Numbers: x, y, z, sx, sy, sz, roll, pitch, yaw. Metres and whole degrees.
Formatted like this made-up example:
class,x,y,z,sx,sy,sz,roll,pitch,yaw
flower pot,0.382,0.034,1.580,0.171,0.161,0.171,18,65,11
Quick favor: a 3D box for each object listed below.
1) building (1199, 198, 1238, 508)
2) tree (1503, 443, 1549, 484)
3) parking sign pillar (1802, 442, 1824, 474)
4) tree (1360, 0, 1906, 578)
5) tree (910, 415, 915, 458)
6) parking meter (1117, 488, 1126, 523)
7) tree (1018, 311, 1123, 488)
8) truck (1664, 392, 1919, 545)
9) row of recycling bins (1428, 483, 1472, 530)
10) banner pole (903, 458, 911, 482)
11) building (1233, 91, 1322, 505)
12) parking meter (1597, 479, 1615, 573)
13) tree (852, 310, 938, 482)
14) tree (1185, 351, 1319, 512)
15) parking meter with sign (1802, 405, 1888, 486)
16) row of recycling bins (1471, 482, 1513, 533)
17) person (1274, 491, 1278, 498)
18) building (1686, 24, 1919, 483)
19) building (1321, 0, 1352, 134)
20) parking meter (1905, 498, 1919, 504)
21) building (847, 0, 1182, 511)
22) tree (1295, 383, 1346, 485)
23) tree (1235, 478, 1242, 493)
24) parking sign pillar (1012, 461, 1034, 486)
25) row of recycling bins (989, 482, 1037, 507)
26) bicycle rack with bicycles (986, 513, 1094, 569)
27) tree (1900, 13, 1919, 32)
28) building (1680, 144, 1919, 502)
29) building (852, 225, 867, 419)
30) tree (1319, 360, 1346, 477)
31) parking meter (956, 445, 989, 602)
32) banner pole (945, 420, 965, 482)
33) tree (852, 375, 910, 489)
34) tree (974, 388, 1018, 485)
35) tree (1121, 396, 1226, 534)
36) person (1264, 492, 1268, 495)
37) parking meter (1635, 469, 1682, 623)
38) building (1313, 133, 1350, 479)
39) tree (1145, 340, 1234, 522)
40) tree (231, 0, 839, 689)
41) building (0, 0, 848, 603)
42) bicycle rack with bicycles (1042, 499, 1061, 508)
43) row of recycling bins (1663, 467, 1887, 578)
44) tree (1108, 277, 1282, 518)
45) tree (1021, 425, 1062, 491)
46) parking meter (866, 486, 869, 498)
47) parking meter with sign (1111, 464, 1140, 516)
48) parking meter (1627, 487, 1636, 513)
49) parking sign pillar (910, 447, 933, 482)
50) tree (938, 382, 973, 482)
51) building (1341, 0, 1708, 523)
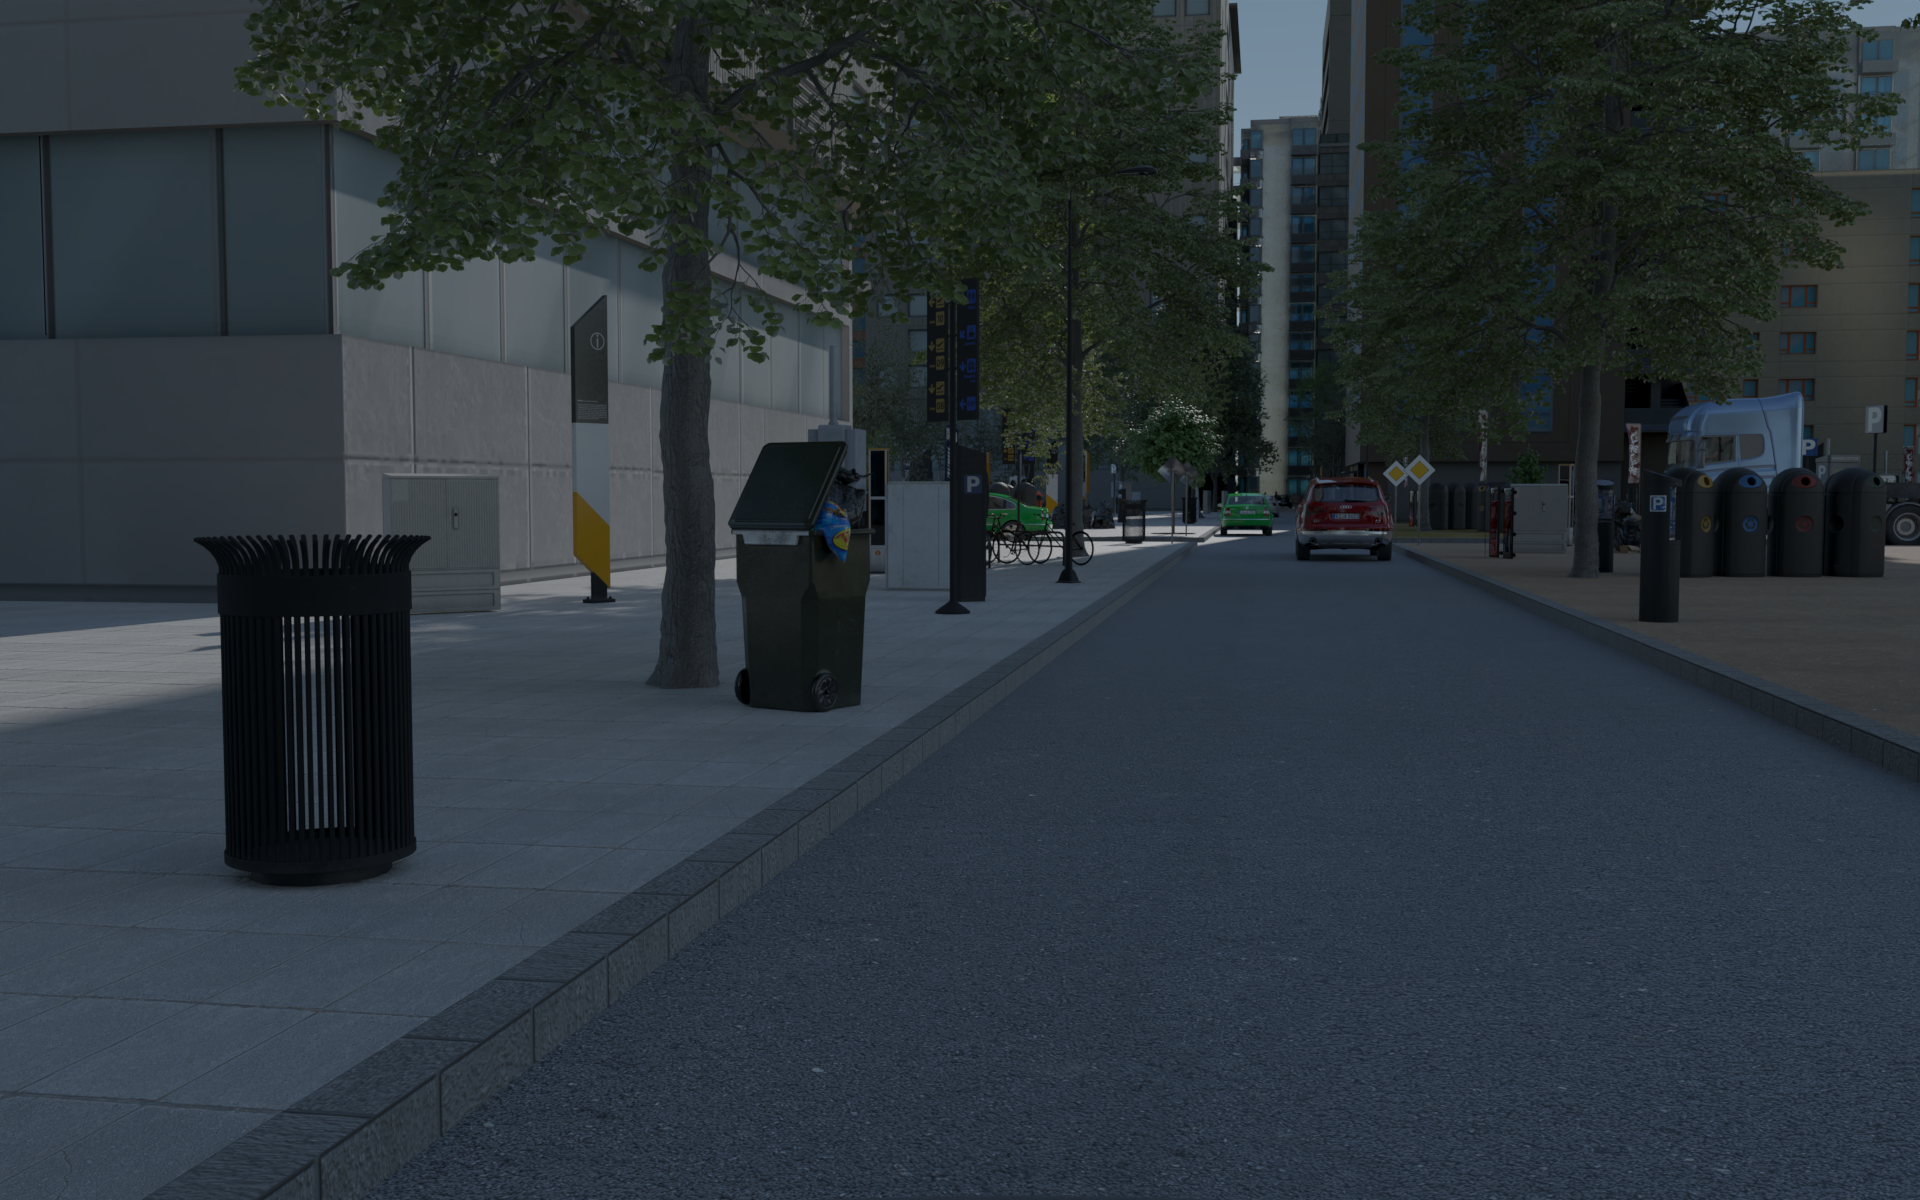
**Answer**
class,x,y,z,sx,sy,sz,roll,pitch,yaw
building,18.902,-23.959,163.424,14.160,30.474,14.107,1,4,10
tree,21.388,-4.337,65.515,1.663,3.219,1.824,0,3,0
parking sign pillar,44.197,-6.218,90.143,1.447,3.967,1.447,2,4,29
tree,10.003,-6.603,26.093,7.486,12.596,7.792,0,3,0
tree,-5.070,-10.443,121.097,4.737,8.622,4.395,0,3,0
parking meter,7.286,-4.260,78.064,0.372,1.533,0.369,0,3,0
tree,4.413,-7.185,67.843,4.360,8.622,3.978,0,3,0
truck,27.873,-3.419,45.660,18.799,4.110,2.967,1,4,8
row of recycling bins,18.097,-3.396,62.644,3.534,1.692,1.069,-3,4,-38
banner pole,-3.102,-7.121,106.452,0.863,3.779,0.401,0,4,-7
building,49.297,-36.585,217.775,30.456,49.044,23.786,1,4,10
parking meter,10.530,-1.223,28.403,0.372,1.533,0.369,0,3,0
tree,-3.594,-7.161,67.438,4.360,8.622,3.978,0,3,0
tree,17.908,-11.975,121.542,9.928,11.665,9.643,0,3,0
parking meter with sign,17.215,-2.311,34.040,1.738,3.016,0.543,0,4,-8
row of recycling bins,18.116,-3.127,58.243,1.069,1.692,3.534,0,4,8
person,33.694,-10.751,185.014,0.721,1.736,1.217,-1,4,-23
building,84.285,-34.272,179.952,30.456,49.044,23.786,1,4,10
building,43.803,-32.616,156.978,21.300,48.544,21.600,1,4,10
parking meter,29.462,-2.764,53.606,0.372,1.533,0.369,0,3,0
building,8.164,-33.835,142.443,28.713,52.752,27.495,1,4,10
tree,24.765,-10.174,116.701,4.360,8.622,3.978,0,3,0
tree,27.252,-10.915,173.059,1.663,3.219,1.824,0,3,0
parking sign pillar,3.668,-6.882,100.995,1.447,3.967,1.447,-2,4,-33
row of recycling bins,0.927,-3.250,60.254,3.534,1.692,1.069,-1,4,-10
bicycle rack with bicycles,0.615,-1.093,31.257,2.852,0.926,2.925,-3,4,-39
tree,11.048,-4.017,16.042,4.737,8.622,4.395,0,3,0
building,40.267,-16.124,108.665,27.650,21.520,28.899,1,4,10
building,-10.716,-33.229,197.925,28.867,44.769,22.147,1,4,10
tree,28.274,-12.532,130.648,9.928,11.665,9.643,0,3,0
parking meter,0.127,-0.916,20.684,0.399,1.863,0.255,-1,4,-18
banner pole,-0.122,-4.172,58.237,0.863,3.779,0.401,0,4,2
tree,-6.444,-9.878,111.862,4.737,8.622,4.395,0,3,0
tree,3.486,-8.814,94.466,4.360,8.622,3.978,0,3,0
tree,6.936,-4.391,55.512,4.285,4.588,4.351,0,3,0
person,31.559,-10.320,178.708,0.415,1.643,0.593,-3,5,-45
parking meter,7.039,-0.550,17.405,0.372,1.533,0.369,0,3,0
building,35.982,-22.576,140.812,14.160,30.474,14.107,1,4,10
tree,10.785,-7.936,80.115,4.737,8.622,4.395,0,3,0
tree,-1.717,-5.721,11.658,7.486,12.596,7.792,0,3,0
building,-16.741,-27.215,34.202,27.495,52.752,28.713,1,4,10
bicycle rack with bicycles,5.815,-6.573,120.843,2.852,0.926,2.925,-2,4,-30
row of recycling bins,12.551,-1.215,26.971,3.534,1.692,1.069,0,4,-2
tree,12.387,-10.689,91.769,9.611,12.733,9.660,0,3,0
tree,5.146,-10.794,126.836,4.737,8.622,4.395,0,3,0
parking meter,-6.635,-7.249,124.233,0.399,1.863,0.255,1,4,13
parking meter with sign,9.650,-6.390,100.743,1.738,3.016,0.543,-2,4,-30
parking meter,25.845,-3.561,66.639,0.372,1.533,0.369,0,3,0
parking sign pillar,-2.225,-6.812,99.849,1.447,3.967,1.447,1,4,23
tree,-2.460,-8.036,81.755,4.360,8.622,3.978,0,3,0
building,25.578,-26.328,80.577,14.600,45.320,14.200,1,4,10
